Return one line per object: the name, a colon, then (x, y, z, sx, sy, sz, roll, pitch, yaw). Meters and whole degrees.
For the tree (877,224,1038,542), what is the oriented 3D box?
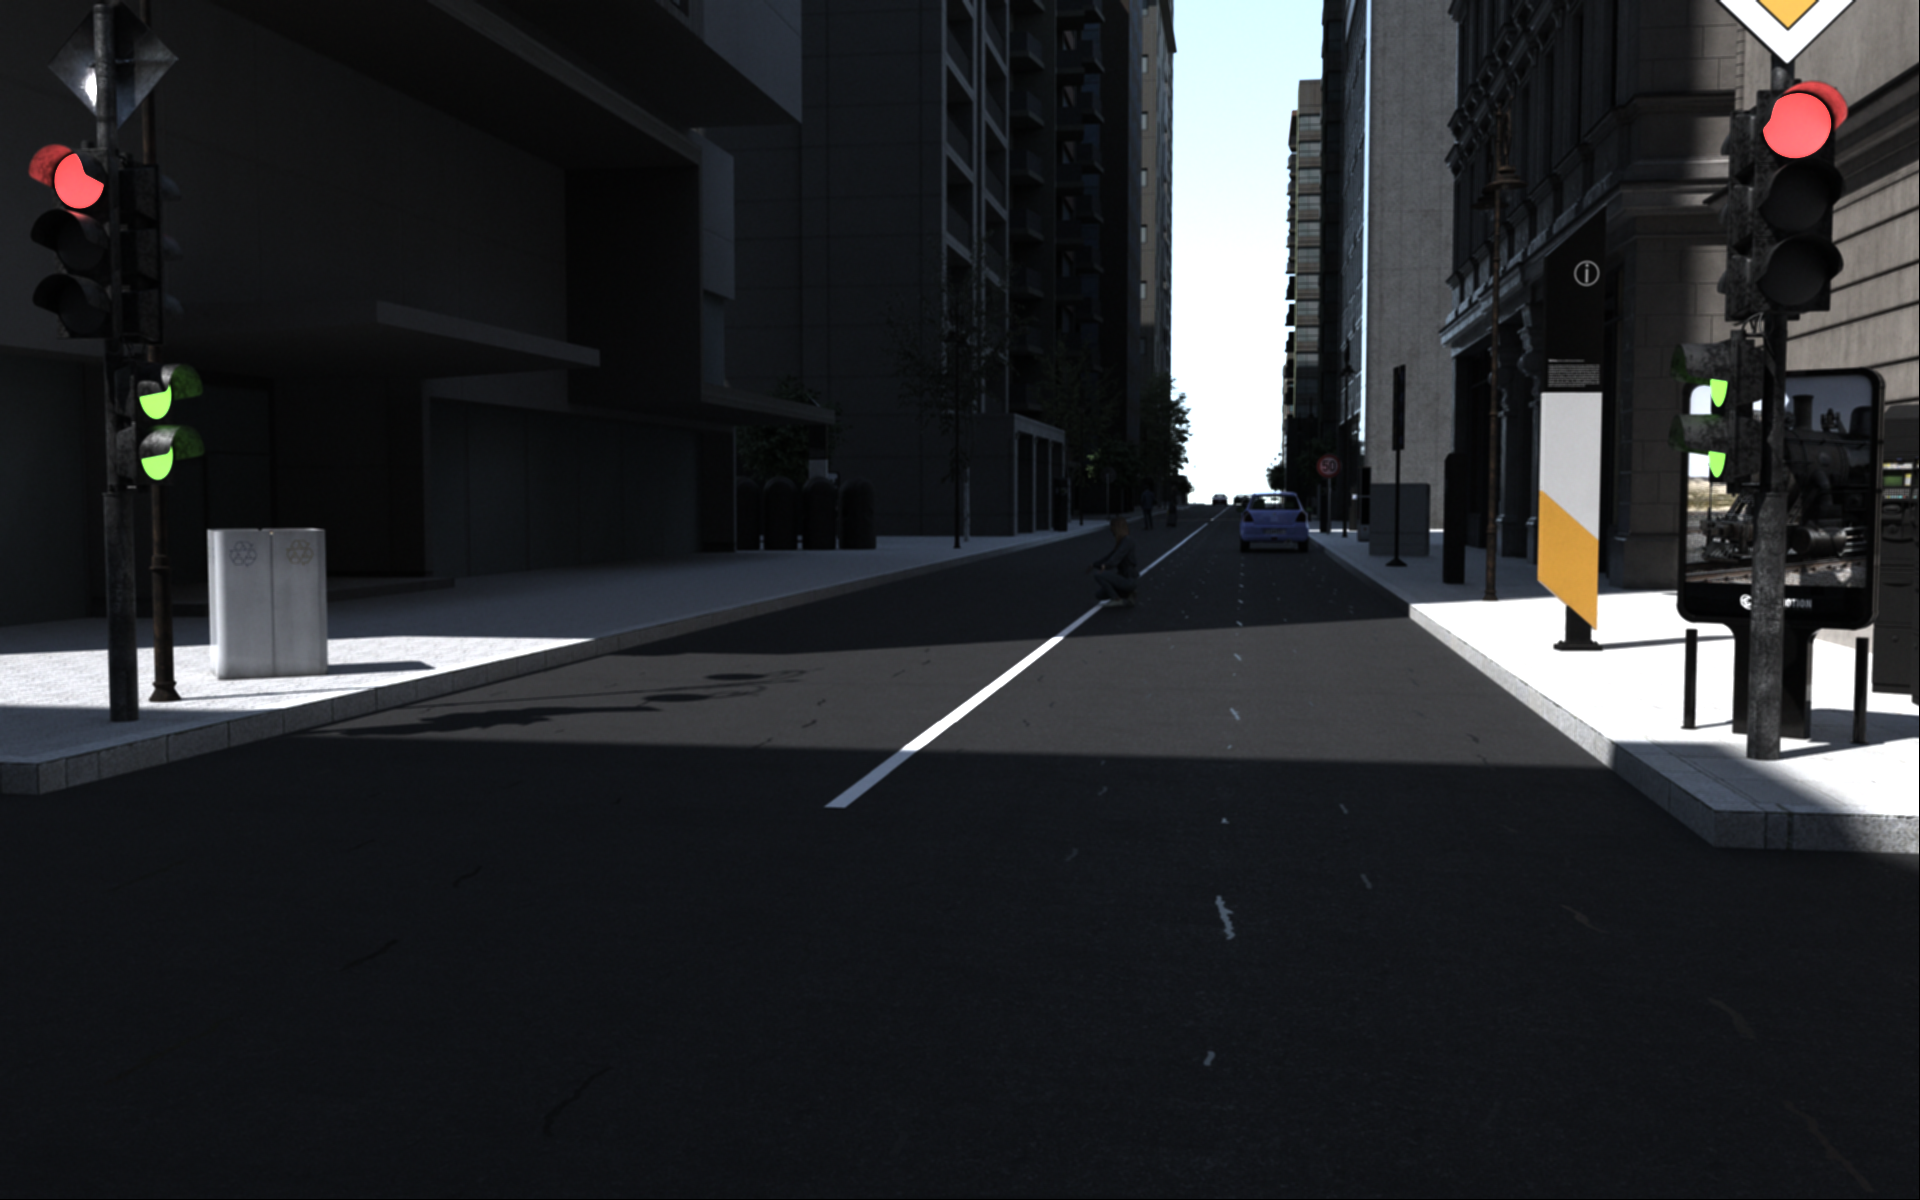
tree: (-0.057, -5.887, 46.609, 4.360, 8.622, 3.978, 0, 3, 0)

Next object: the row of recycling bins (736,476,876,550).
row of recycling bins: (-3.687, -2.017, 40.089, 3.534, 1.692, 1.069, -1, 4, -14)

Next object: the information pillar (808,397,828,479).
information pillar: (-3.422, -3.076, 41.640, 0.504, 3.616, 0.183, 1, 4, 23)

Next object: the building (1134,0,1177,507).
building: (7.803, -36.294, 182.637, 28.713, 52.752, 27.495, 1, 4, 9)

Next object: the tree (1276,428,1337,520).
tree: (18.402, -6.278, 86.360, 4.285, 4.588, 4.351, 0, 3, 0)

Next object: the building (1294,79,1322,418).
building: (40.624, -29.954, 173.334, 14.154, 41.232, 14.086, 1, 4, 9)

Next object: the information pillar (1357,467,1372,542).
information pillar: (10.906, -2.583, 46.727, 0.304, 2.012, 0.304, 0, 4, 1)

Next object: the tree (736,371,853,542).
tree: (-4.564, -3.832, 46.374, 4.285, 4.588, 4.351, 0, 3, 0)

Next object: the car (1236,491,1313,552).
car: (7.983, -2.104, 43.993, 1.945, 1.707, 3.694, 1, 4, 10)

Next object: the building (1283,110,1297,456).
building: (47.713, -32.976, 193.786, 22.147, 44.769, 28.867, 1, 4, 9)

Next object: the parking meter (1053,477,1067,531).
parking meter: (3.489, -3.354, 60.542, 0.399, 1.863, 0.255, 2, 4, 25)

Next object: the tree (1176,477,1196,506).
tree: (24.959, -12.106, 192.535, 1.663, 3.219, 1.824, 0, 3, 0)

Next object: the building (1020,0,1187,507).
building: (19.861, -48.381, 229.287, 20.563, 71.187, 20.611, 1, 4, 9)

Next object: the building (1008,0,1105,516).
building: (-3.369, -27.226, 99.770, 22.147, 44.769, 28.867, 1, 4, 9)

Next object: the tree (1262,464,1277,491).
tree: (30.441, -11.066, 164.636, 4.285, 4.588, 4.351, 0, 3, 0)

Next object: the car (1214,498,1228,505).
car: (33.355, -12.849, 221.871, 2.131, 1.459, 4.920, 1, 4, 9)

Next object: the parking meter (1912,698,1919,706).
parking meter: (5.959, -0.289, 10.439, 0.399, 1.863, 0.255, 1, 4, 17)

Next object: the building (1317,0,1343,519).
building: (26.561, -19.693, 93.680, 14.160, 30.474, 14.107, 1, 4, 9)

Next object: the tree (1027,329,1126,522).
tree: (5.178, -7.809, 78.040, 4.737, 8.622, 4.395, 0, 3, 0)

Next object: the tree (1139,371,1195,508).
tree: (18.211, -14.796, 160.046, 7.486, 12.596, 7.792, 0, 3, 0)

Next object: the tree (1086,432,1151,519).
tree: (8.327, -6.561, 90.991, 4.285, 4.588, 4.351, 0, 3, 0)

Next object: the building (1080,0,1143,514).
building: (5.228, -28.747, 120.123, 14.600, 45.320, 14.200, 1, 4, 9)

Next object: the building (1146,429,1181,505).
building: (10.353, -31.606, 208.642, 32.217, 40.220, 23.993, 1, 4, 9)

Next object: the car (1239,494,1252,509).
car: (23.370, -7.726, 138.125, 2.131, 1.459, 4.920, 1, 4, 9)

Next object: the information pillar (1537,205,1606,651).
information pillar: (5.002, -1.394, 14.140, 0.504, 3.616, 0.183, 0, 4, 1)

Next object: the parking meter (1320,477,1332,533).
parking meter: (12.183, -3.180, 57.706, 0.255, 1.863, 0.399, 2, 4, 35)

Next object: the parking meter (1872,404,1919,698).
parking meter: (6.086, -0.335, 11.182, 0.255, 1.863, 0.399, 3, 4, 38)

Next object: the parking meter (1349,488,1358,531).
parking meter: (13.825, -3.198, 60.693, 0.372, 1.533, 0.369, 0, 3, 0)

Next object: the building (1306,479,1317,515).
building: (39.000, -25.610, 110.608, 32.217, 40.220, 23.993, 1, 4, 9)

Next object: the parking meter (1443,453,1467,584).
parking meter: (7.104, -1.172, 24.877, 0.255, 1.863, 0.399, 0, 4, 6)

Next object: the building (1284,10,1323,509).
building: (37.839, -50.430, 137.201, 22.319, 86.520, 31.000, 1, 4, 9)

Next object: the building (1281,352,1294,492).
building: (55.736, -23.116, 222.991, 27.650, 21.520, 28.899, 1, 4, 9)

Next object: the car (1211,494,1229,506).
car: (31.806, -12.418, 212.070, 2.155, 1.783, 4.494, 1, 4, 9)

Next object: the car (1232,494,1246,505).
car: (35.709, -12.747, 220.203, 2.131, 1.459, 4.920, 1, 4, 10)
